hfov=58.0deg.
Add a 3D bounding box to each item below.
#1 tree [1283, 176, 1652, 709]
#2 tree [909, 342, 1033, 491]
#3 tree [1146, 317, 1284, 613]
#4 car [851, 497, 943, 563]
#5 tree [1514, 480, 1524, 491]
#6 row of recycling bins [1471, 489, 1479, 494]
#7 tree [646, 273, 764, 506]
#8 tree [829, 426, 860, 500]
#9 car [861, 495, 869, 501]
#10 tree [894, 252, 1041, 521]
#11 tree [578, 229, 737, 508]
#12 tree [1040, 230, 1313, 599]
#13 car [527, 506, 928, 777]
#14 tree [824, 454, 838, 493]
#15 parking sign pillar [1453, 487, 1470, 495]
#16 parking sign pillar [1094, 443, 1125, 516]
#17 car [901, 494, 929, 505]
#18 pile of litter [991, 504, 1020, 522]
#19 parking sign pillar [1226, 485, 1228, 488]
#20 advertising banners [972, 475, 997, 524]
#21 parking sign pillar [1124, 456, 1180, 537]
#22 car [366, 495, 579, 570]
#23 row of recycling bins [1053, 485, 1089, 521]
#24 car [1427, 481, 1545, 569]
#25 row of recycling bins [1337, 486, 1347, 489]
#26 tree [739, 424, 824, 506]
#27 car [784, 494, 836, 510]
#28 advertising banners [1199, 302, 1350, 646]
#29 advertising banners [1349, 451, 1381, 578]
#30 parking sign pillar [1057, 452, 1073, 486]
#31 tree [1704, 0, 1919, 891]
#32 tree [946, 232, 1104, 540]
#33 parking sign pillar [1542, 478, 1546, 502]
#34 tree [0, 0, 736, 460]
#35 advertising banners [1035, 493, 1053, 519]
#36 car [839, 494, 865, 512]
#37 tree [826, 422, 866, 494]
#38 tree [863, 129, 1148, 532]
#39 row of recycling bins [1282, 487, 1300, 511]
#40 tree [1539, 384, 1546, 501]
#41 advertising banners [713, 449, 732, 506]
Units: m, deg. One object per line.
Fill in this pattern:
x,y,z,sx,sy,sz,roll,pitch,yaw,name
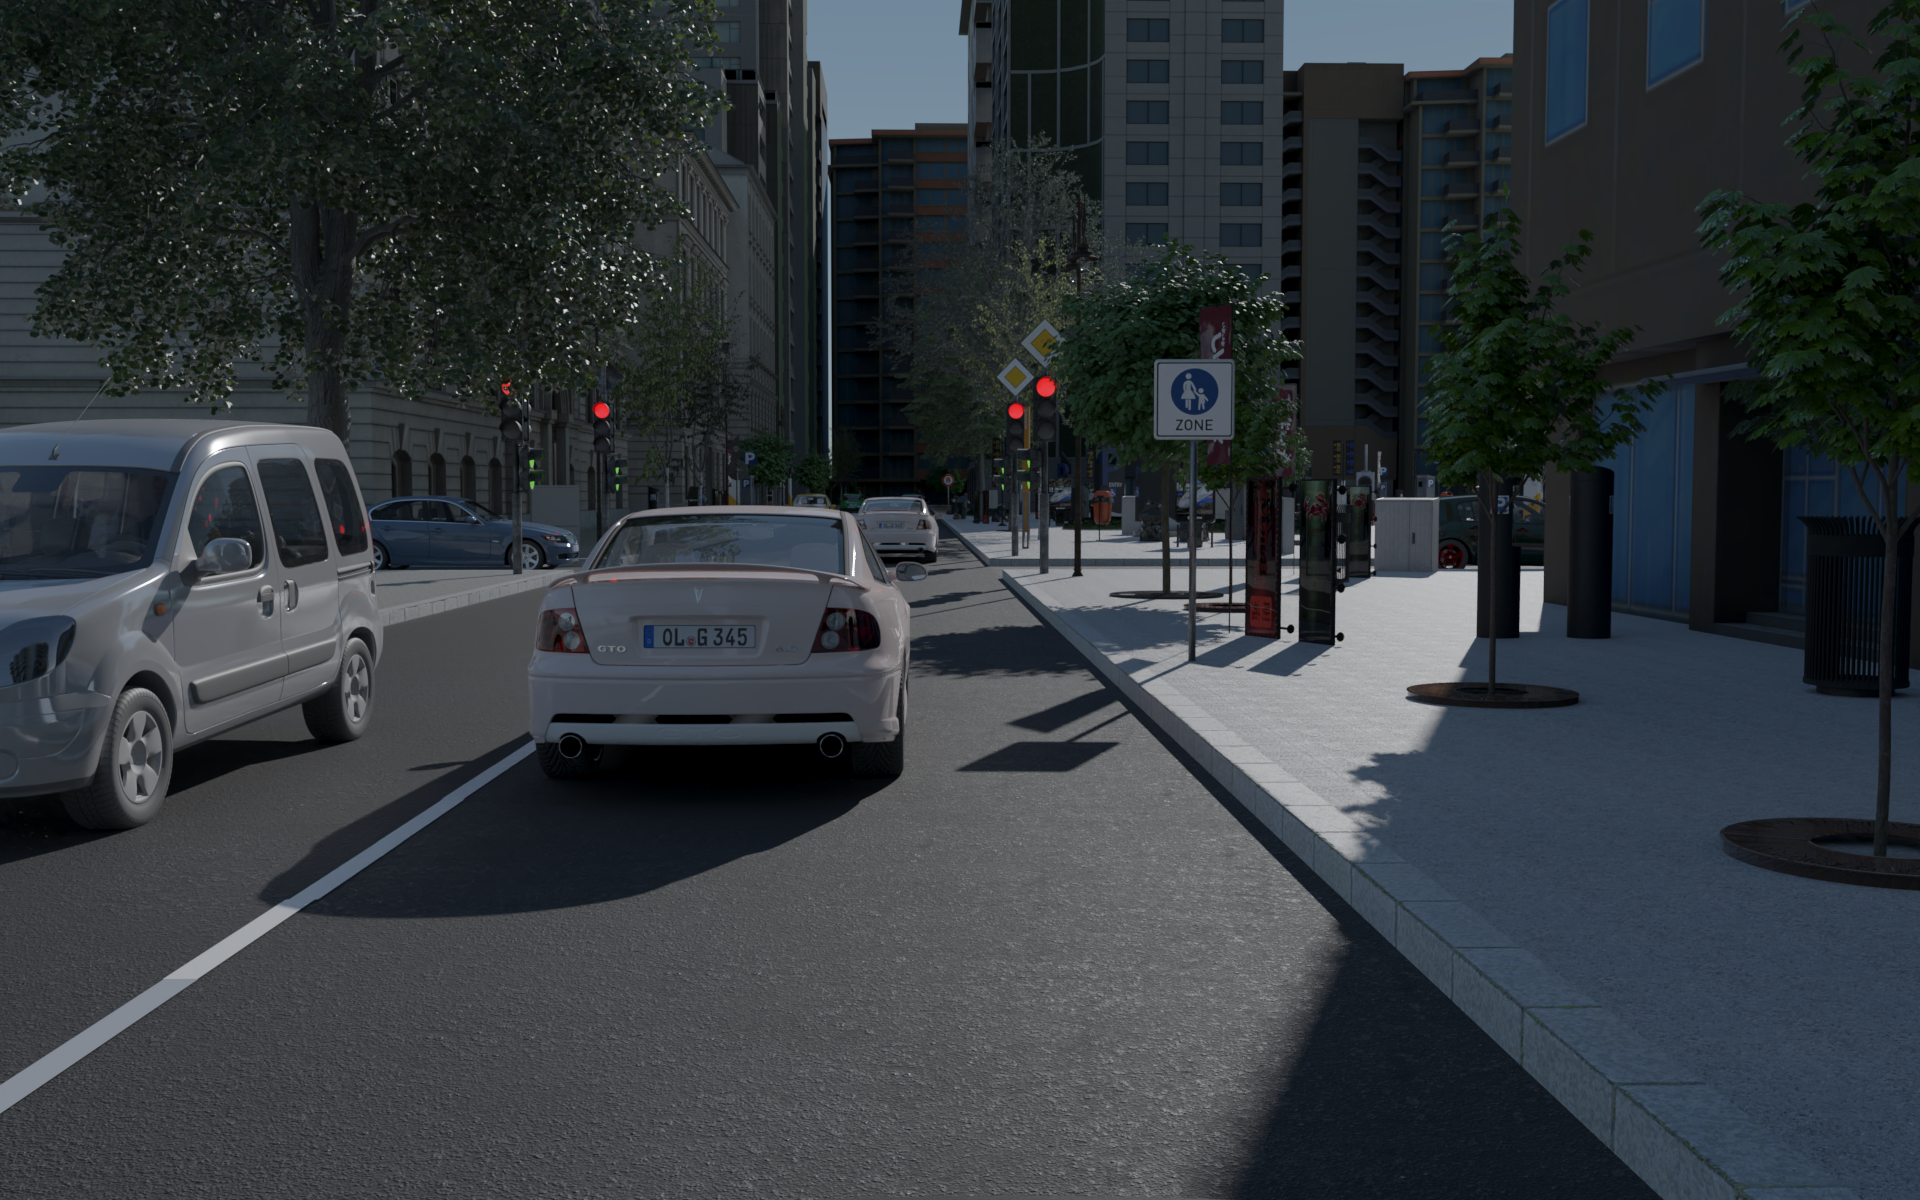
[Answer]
3.254,-0.981,10.643,1.663,3.219,1.824,0,3,0,tree
0.717,-9.771,94.170,8.767,10.594,7.601,2,4,35,tree
3.029,-1.491,18.987,1.663,3.219,1.824,0,3,0,tree
-1.405,-1.545,37.629,2.083,1.381,4.827,0,4,0,car
30.956,-6.989,97.984,4.285,4.588,4.351,0,3,0,tree
26.983,-4.936,87.820,1.069,1.692,3.534,-1,4,-9,row of recycling bins
-8.760,-6.614,58.504,4.360,8.622,3.978,0,3,0,tree
-12.902,-14.542,188.127,4.360,8.622,3.978,0,3,0,tree
-8.962,-8.783,156.182,1.945,1.354,3.894,0,4,-1,car
0.621,-9.947,80.759,7.486,12.596,7.792,0,3,0,tree
-8.302,-5.934,47.383,4.737,8.622,4.395,0,3,0,tree
2.674,-2.323,21.688,4.285,4.588,4.351,0,3,0,tree
-1.230,0.134,10.163,2.083,1.381,4.827,0,4,-1,car
-10.012,-8.336,120.001,4.285,4.588,4.351,0,3,0,tree
31.984,-7.460,110.439,1.447,3.967,1.447,-1,4,-15,parking sign pillar
6.301,-5.165,72.921,1.447,3.967,1.447,-2,4,-33,parking sign pillar
-2.851,-5.593,103.451,2.014,1.417,4.499,0,4,0,car
2.129,-4.004,79.432,1.719,0.858,1.176,-3,5,-39,pile of litter
13.352,-6.249,90.642,1.447,3.967,1.447,-1,4,-12,parking sign pillar
1.102,-4.796,74.595,0.090,3.025,2.074,-2,4,-31,advertising banners
5.967,-3.900,52.231,1.447,3.967,1.447,-1,4,-13,parking sign pillar
-9.209,-1.190,31.463,4.499,1.417,2.014,0,4,-1,car
5.255,-4.564,81.742,1.069,1.692,3.534,-1,4,-14,row of recycling bins
9.995,-1.313,31.252,4.222,1.686,2.009,0,3,0,car
20.364,-5.158,91.439,1.069,1.692,3.534,-2,4,-35,row of recycling bins
-9.217,-5.985,81.564,4.285,4.588,4.351,0,3,0,tree
-5.900,-3.575,68.669,2.015,1.641,3.980,0,4,0,car
2.725,-1.176,15.418,0.090,3.025,2.074,-2,4,-27,advertising banners
5.636,-1.886,27.019,0.090,3.025,2.074,-3,5,-40,advertising banners
6.628,-7.392,109.337,1.447,3.967,1.447,-2,4,-28,parking sign pillar
3.369,-0.695,5.959,1.663,3.219,1.824,0,3,0,tree
2.050,-5.997,48.416,4.360,8.622,3.978,0,3,0,tree
30.541,-6.144,88.924,1.447,3.967,1.447,-3,5,-42,parking sign pillar
-7.226,-6.925,19.885,9.857,13.997,8.962,0,3,0,tree
4.050,-5.627,88.193,2.074,3.025,0.090,3,5,43,advertising banners
-8.031,-7.352,129.008,1.959,1.807,4.718,0,4,-2,car
-11.585,-13.800,175.997,4.737,8.622,4.395,0,3,0,tree
1.876,-9.072,58.698,12.009,13.543,11.850,0,3,0,tree
18.822,-5.840,102.595,3.534,1.692,1.069,0,4,-4,row of recycling bins
24.890,-7.538,73.613,4.360,8.622,3.978,0,3,0,tree
-9.131,-4.319,66.804,0.090,3.025,2.074,1,4,12,advertising banners
